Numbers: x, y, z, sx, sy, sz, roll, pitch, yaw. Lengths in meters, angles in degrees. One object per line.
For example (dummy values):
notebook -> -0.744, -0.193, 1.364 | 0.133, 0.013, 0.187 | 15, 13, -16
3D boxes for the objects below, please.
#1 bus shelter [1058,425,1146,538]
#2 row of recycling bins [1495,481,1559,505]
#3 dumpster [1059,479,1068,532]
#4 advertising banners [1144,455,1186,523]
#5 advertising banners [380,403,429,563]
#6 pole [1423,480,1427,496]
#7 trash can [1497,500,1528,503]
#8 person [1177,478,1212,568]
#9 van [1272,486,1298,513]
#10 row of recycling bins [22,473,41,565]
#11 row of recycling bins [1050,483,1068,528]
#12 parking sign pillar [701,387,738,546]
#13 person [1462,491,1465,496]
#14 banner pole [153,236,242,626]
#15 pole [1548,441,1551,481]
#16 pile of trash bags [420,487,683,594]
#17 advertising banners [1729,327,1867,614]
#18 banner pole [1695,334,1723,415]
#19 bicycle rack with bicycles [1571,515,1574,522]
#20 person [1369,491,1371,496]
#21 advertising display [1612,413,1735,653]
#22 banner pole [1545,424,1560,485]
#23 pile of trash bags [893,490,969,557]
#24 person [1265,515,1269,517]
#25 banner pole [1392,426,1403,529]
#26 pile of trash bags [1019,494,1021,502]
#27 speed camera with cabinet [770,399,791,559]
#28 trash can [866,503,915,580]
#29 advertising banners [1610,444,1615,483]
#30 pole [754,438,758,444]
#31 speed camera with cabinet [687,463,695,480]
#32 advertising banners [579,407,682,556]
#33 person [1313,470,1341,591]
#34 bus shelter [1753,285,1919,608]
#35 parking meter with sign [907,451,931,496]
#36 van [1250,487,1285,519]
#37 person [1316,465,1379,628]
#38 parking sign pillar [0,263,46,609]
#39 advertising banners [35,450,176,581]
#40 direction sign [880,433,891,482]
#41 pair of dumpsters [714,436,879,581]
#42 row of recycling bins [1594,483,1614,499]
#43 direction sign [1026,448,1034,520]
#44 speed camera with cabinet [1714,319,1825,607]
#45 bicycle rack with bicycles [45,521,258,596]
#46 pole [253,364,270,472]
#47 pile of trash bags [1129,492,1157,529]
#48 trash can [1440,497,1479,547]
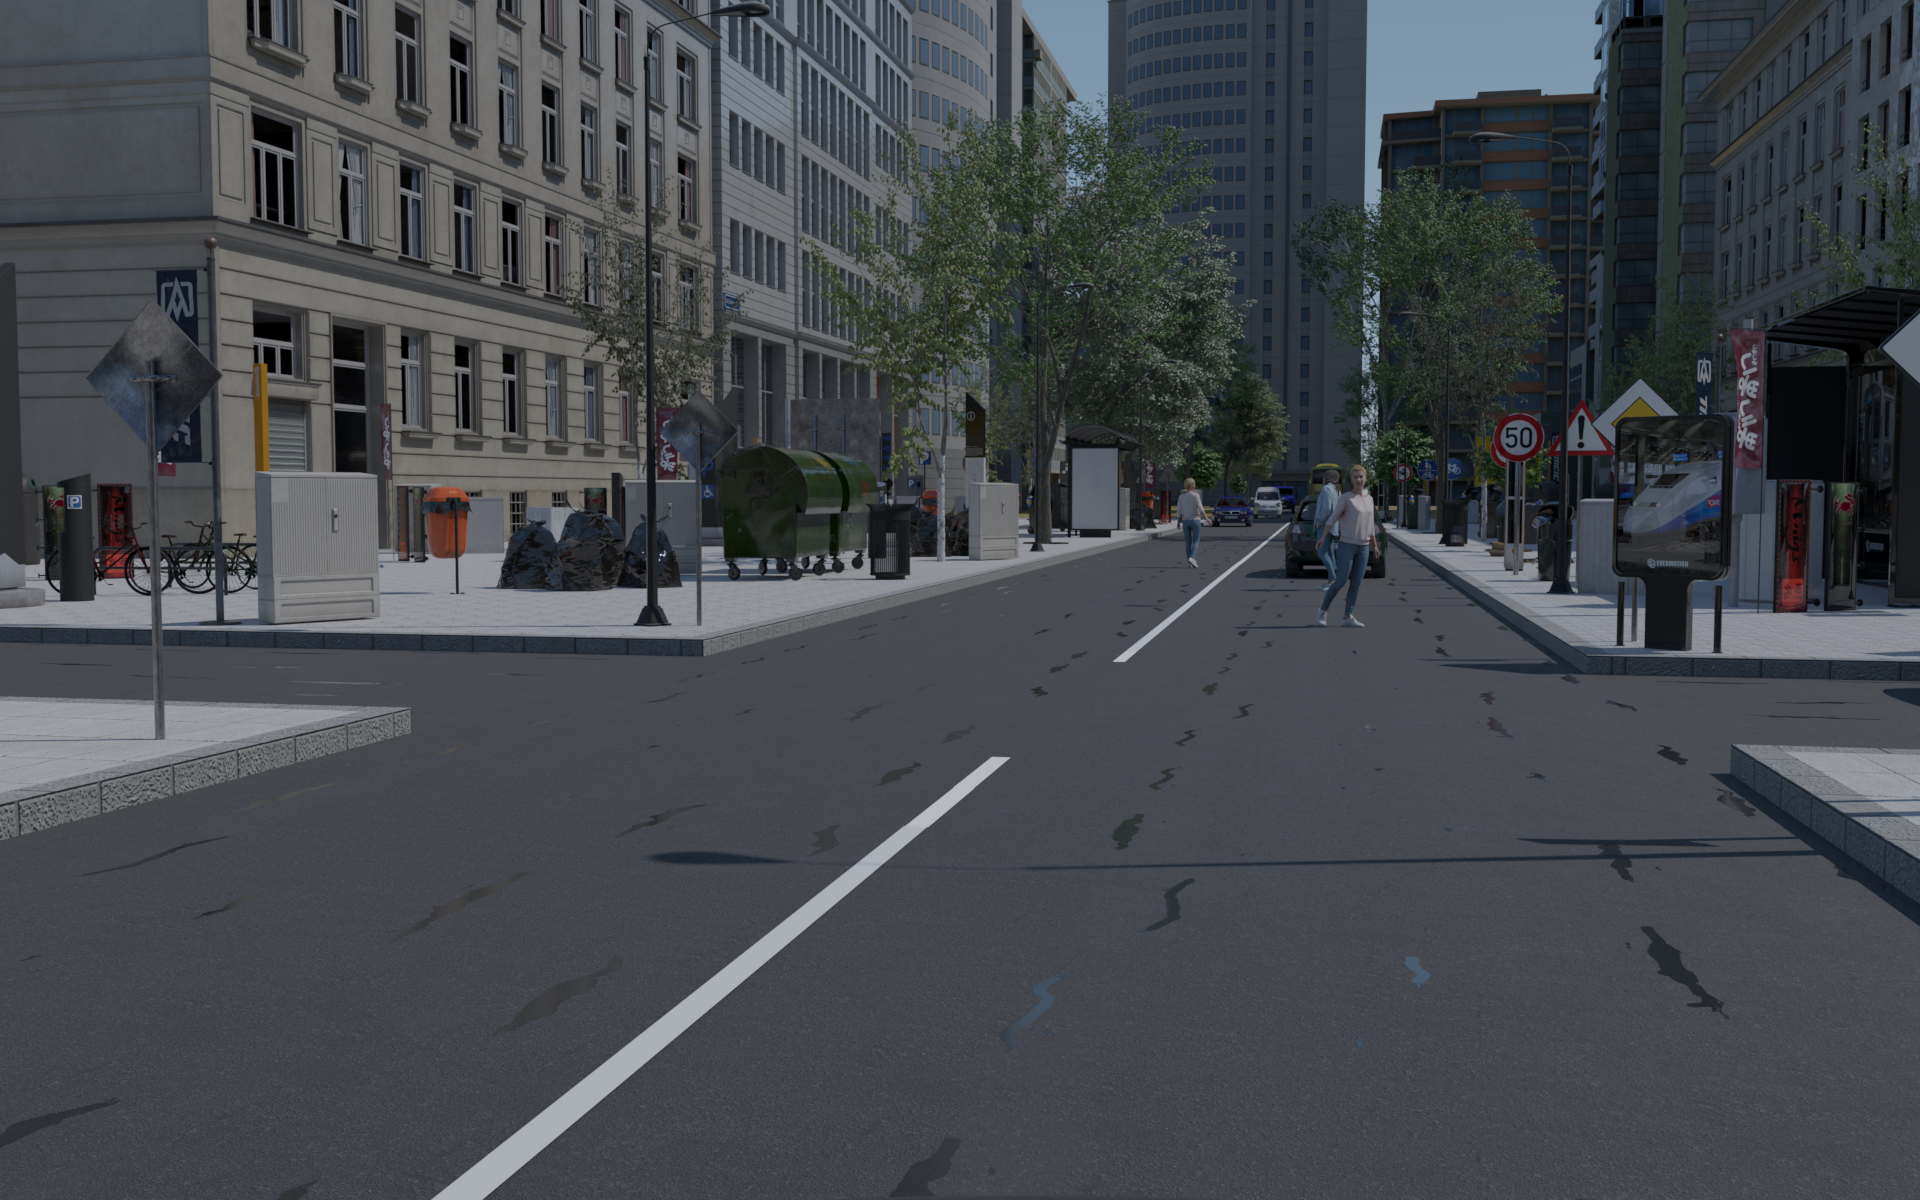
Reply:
bus shelter -> 4.435, -3.641, 53.451 | 2.014, 3.302, 5.546 | 1, 4, 12
row of recycling bins -> 18.066, -2.953, 55.399 | 1.069, 1.692, 3.534 | -1, 4, -13
dumpster -> 4.112, -3.290, 59.549 | 1.264, 1.857, 1.865 | 1, 4, 12
advertising banners -> 9.127, -4.913, 76.511 | 2.074, 3.025, 0.090 | 0, 4, 3
advertising banners -> -10.613, -2.252, 33.005 | 0.090, 3.025, 2.074 | -3, 5, -40
pole -> 22.758, -5.564, 84.808 | 0.158, 3.312, 0.155 | 0, 3, 0
trash can -> 13.858, -1.947, 43.481 | 0.748, 1.137, 0.748 | 0, 3, 0
person -> 4.527, -1.492, 33.568 | 0.731, 1.740, 0.598 | 1, 4, 18
van -> 24.502, -7.776, 131.525 | 2.240, 2.365, 5.245 | 1, 4, 11
row of recycling bins -> -17.553, -1.400, 30.002 | 1.069, 1.692, 3.534 | 1, 4, 16
row of recycling bins -> 3.933, -3.914, 71.110 | 1.069, 1.692, 3.534 | 0, 4, 7
parking sign pillar -> -6.007, -3.350, 43.250 | 1.447, 3.967, 1.447 | 1, 4, 18
person -> 48.523, -9.613, 166.616 | 0.436, 1.711, 0.756 | 1, 4, 18
banner pole -> -7.509, -1.650, 16.999 | 0.863, 3.779, 0.401 | 1, 4, 14
pole -> 22.439, -4.422, 66.136 | 0.158, 3.312, 0.155 | 0, 3, 0
pile of trash bags -> -5.575, -0.829, 23.311 | 3.447, 1.369, 1.912 | -3, 5, -43
advertising banners -> 9.007, -1.374, 18.649 | 2.074, 3.025, 0.090 | -2, 4, -24
banner pole -> 11.666, -2.263, 27.018 | 0.863, 3.779, 0.401 | -3, 4, -36
bicycle rack with bicycles -> 25.076, -3.834, 76.062 | 2.852, 0.926, 2.925 | -1, 4, -19
person -> 39.210, -9.573, 165.950 | 0.436, 1.711, 0.756 | 3, 5, 43
advertising display -> 5.846, -0.552, 14.245 | 0.123, 1.923, 0.974 | -3, 4, -39
banner pole -> 21.091, -4.382, 61.661 | 0.863, 3.779, 0.401 | -1, 4, -14
pile of trash bags -> -0.434, -1.661, 36.908 | 1.912, 1.369, 3.447 | -1, 4, -10
person -> 18.954, -5.859, 107.534 | 0.697, 1.427, 0.421 | 0, 4, 7
banner pole -> 16.083, -4.503, 63.642 | 0.401, 3.779, 0.863 | 1, 4, 20
pile of trash bags -> 1.351, -4.563, 84.356 | 3.447, 1.369, 1.912 | -1, 4, -23
speed camera with cabinet -> -3.439, -2.503, 35.261 | 0.660, 3.252, 2.038 | 0, 4, 5
trash can -> -1.051, -0.881, 26.058 | 0.748, 1.137, 0.748 | 0, 3, 0
advertising banners -> 17.032, -2.857, 42.896 | 2.074, 3.025, 0.090 | 0, 4, 5
pole -> -7.423, -4.238, 63.131 | 0.158, 3.312, 0.155 | 0, 3, 0
speed camera with cabinet -> -7.705, -3.474, 51.136 | 0.660, 3.252, 2.038 | -1, 4, -10
advertising banners -> -6.610, -2.365, 34.848 | 2.074, 3.025, 0.090 | 0, 4, -1
person -> 5.491, -1.039, 25.749 | 0.793, 1.790, 0.793 | 0, 4, -5
bus shelter -> 11.673, -1.904, 22.407 | 1.731, 3.624, 6.357 | 1, 4, 12
parking meter with sign -> -1.829, -4.498, 69.802 | 0.543, 3.016, 1.738 | 2, 4, 28
van -> 18.174, -5.827, 102.275 | 2.013, 2.044, 4.112 | 1, 4, 10
person -> 4.092, -0.581, 18.672 | 0.731, 1.740, 0.598 | -3, 4, -38
parking sign pillar -> -11.256, -1.907, 19.654 | 1.447, 3.967, 1.447 | 0, 4, 5
advertising banners -> -12.788, -1.831, 26.121 | 2.074, 3.025, 0.090 | -3, 4, -38
direction sign -> -2.965, -4.414, 64.173 | 0.876, 3.537, 0.379 | 1, 4, 20
pair of dumpsters -> -2.556, -1.536, 27.603 | 1.574, 2.255, 4.437 | 1, 4, 12
row of recycling bins -> 24.367, -3.467, 63.794 | 3.534, 1.692, 1.069 | -3, 5, -44
direction sign -> 3.447, -5.682, 84.903 | 0.379, 3.537, 0.876 | 2, 4, 28
speed camera with cabinet -> 9.351, -1.585, 20.258 | 2.038, 3.252, 0.660 | -3, 4, -37
bicycle rack with bicycles -> -9.923, -0.569, 22.678 | 2.925, 0.926, 2.852 | 0, 4, 7
pole -> -10.953, -2.040, 27.194 | 0.158, 3.312, 0.155 | 0, 3, 0
pile of trash bags -> 6.491, -3.357, 64.647 | 1.912, 1.369, 3.447 | 2, 4, 26
trash can -> 12.101, -1.876, 42.326 | 0.748, 1.137, 0.748 | 0, 3, 0
